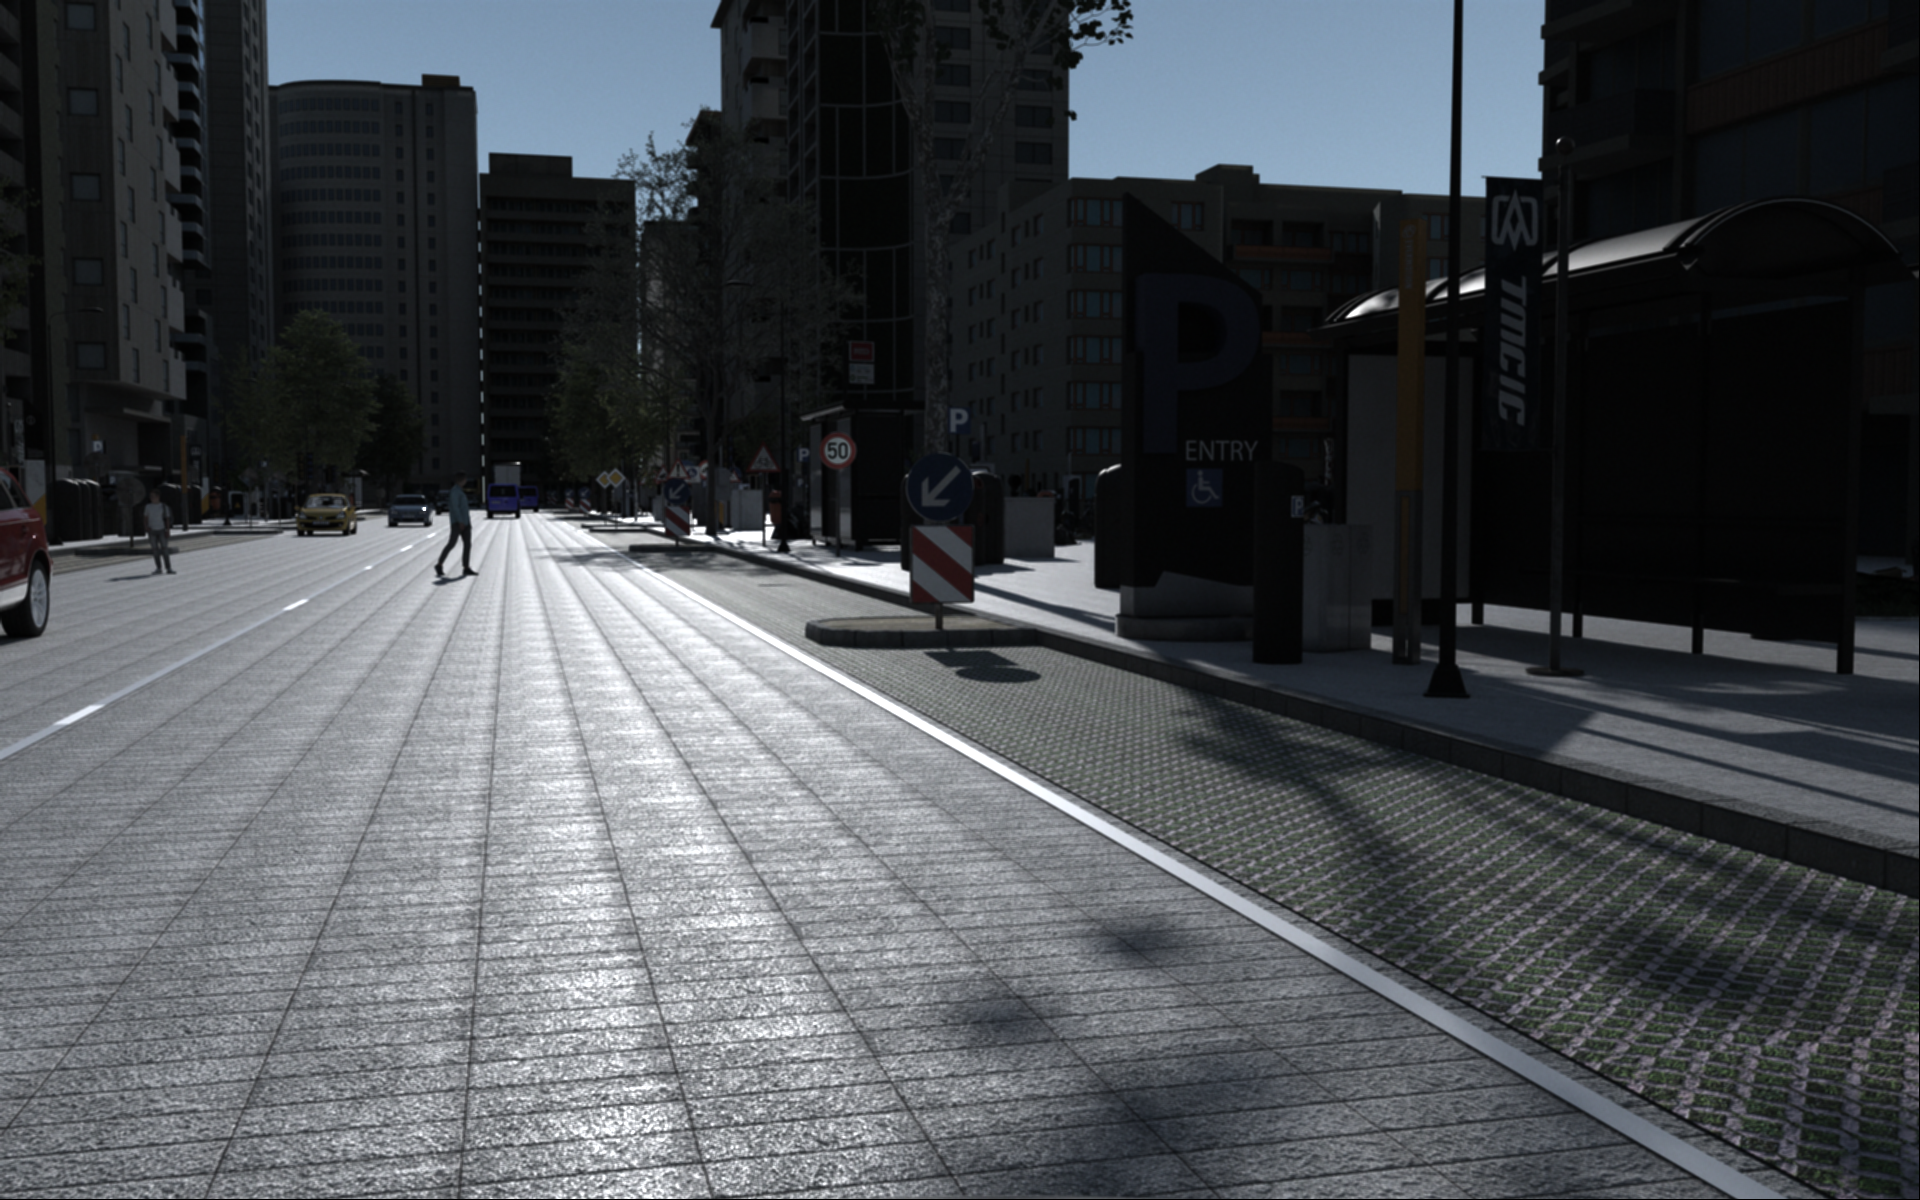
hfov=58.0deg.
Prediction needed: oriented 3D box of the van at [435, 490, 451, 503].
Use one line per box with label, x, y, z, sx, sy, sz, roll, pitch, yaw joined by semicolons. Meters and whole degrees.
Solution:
van;-50.769;-10.018;170.801;2.013;2.044;4.112;-1;4;-16

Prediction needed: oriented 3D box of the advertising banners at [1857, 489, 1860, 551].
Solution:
advertising banners;12.393;-1.809;25.768;0.090;3.025;2.074;-2;4;-30

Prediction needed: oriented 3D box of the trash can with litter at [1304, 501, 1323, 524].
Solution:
trash can with litter;5.459;-1.049;28.540;1.055;1.170;0.624;1;4;15

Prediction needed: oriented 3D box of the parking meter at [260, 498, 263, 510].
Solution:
parking meter;-55.618;-8.082;137.846;0.399;1.863;0.255;1;4;10

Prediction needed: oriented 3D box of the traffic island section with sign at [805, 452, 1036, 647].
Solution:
traffic island section with sign;-0.475;-0.516;17.066;1.989;1.847;2.006;-1;4;-14

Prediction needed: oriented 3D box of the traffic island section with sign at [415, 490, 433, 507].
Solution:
traffic island section with sign;-52.808;-9.822;169.218;1.989;1.847;2.006;-1;4;-14

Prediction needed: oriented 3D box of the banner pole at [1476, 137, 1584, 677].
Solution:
banner pole;4.019;-1.356;12.180;0.863;3.779;0.401;-1;4;-16

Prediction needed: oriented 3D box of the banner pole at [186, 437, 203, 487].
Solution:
banner pole;-33.937;-5.296;76.614;0.863;3.779;0.401;-2;4;-33

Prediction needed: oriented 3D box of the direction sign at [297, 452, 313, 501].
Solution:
direction sign;-35.687;-6.267;94.465;0.379;3.537;0.876;3;5;39

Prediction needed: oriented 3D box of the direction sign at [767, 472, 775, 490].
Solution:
direction sign;-15.187;-8.996;139.087;0.379;3.537;0.876;3;4;38

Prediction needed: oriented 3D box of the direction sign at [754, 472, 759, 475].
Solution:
direction sign;-12.191;-6.839;103.816;0.379;3.537;0.876;-2;4;-28

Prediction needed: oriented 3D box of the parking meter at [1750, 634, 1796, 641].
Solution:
parking meter;7.201;-0.421;15.288;0.372;1.533;0.369;0;3;0

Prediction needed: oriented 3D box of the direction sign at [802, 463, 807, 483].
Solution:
direction sign;-11.435;-8.095;124.345;0.876;3.537;0.379;1;4;8

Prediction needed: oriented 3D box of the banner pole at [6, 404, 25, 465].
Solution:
banner pole;-26.265;-3.562;48.259;0.401;3.779;0.863;1;4;19

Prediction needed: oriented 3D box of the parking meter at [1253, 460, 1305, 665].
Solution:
parking meter;2.421;-0.291;13.162;0.372;1.533;0.369;0;3;0

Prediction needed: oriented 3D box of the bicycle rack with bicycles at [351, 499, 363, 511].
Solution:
bicycle rack with bicycles;-46.920;-7.240;131.760;2.852;0.926;2.925;1;4;10

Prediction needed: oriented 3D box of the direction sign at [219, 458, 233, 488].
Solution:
direction sign;-45.838;-7.131;108.585;0.876;3.537;0.379;2;4;34

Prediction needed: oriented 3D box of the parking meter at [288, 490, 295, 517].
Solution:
parking meter;-37.749;-5.468;97.819;0.372;1.533;0.369;0;3;0

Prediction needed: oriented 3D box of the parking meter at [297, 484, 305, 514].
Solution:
parking meter;-36.511;-5.528;96.087;0.255;1.863;0.399;3;4;38

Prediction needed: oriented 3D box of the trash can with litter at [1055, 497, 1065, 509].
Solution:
trash can with litter;5.558;-4.957;92.430;1.055;1.170;0.624;-1;4;-11

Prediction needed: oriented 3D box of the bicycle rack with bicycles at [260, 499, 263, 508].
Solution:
bicycle rack with bicycles;-47.863;-6.626;121.713;2.852;0.926;2.925;0;4;-3

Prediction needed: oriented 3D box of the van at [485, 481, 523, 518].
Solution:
van;-27.370;-6.088;103.923;2.240;2.365;5.245;-1;4;-13

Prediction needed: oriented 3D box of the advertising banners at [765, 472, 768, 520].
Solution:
advertising banners;-9.739;-5.504;86.172;0.090;3.025;2.074;0;4;5

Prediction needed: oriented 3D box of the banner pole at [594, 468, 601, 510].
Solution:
banner pole;-29.609;-9.309;142.211;0.863;3.779;0.401;0;4;-6

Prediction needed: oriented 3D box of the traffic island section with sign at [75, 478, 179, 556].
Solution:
traffic island section with sign;-19.715;-1.986;41.107;1.989;1.847;2.006;-1;4;-14

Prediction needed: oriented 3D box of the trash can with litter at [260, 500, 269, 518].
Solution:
trash can with litter;-37.949;-5.116;95.026;1.055;1.170;0.624;-2;4;-34

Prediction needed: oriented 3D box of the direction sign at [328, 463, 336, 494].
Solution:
direction sign;-41.756;-7.532;115.142;0.876;3.537;0.379;3;4;39

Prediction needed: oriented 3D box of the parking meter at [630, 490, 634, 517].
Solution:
parking meter;-18.510;-5.482;98.040;0.372;1.533;0.369;0;3;0

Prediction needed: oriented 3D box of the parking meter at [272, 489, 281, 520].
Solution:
parking meter;-34.056;-4.763;86.288;0.372;1.533;0.369;0;3;0

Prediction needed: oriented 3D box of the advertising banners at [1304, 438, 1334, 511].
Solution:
advertising banners;11.665;-3.719;56.988;0.090;3.025;2.074;-1;4;-23

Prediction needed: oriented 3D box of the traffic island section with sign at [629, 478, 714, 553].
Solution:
traffic island section with sign;-7.226;-2.112;43.165;1.989;1.847;2.006;-1;4;-14

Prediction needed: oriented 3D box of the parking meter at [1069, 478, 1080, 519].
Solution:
parking meter;4.254;-3.601;64.591;0.255;1.863;0.399;-2;4;-33

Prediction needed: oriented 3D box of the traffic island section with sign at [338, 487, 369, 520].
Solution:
traffic island section with sign;-33.410;-5.228;94.112;1.989;1.847;2.006;-1;4;-14

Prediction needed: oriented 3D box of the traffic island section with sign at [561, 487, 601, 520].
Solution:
traffic island section with sign;-21.287;-5.445;97.647;1.989;1.847;2.006;-1;4;-14

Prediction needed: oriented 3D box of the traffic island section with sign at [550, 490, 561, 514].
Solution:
traffic island section with sign;-28.161;-7.073;124.278;1.989;1.847;2.006;-1;4;-14

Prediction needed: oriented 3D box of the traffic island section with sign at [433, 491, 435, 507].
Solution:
traffic island section with sign;-59.615;-11.436;195.606;1.989;1.847;2.006;-1;4;-14

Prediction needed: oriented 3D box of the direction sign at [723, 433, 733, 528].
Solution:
direction sign;-8.706;-4.471;65.096;0.379;3.537;0.876;-2;4;-30

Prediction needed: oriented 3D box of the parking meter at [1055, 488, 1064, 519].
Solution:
parking meter;3.893;-3.626;67.703;0.372;1.533;0.369;0;3;0

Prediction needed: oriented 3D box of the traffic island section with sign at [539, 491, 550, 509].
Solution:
traffic island section with sign;-40.419;-9.975;171.711;1.989;1.847;2.006;-1;4;-14

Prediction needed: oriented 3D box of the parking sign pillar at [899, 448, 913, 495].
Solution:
parking sign pillar;-2.977;-6.530;95.233;1.447;3.967;1.447;-3;4;-36

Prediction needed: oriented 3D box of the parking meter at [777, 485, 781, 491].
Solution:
parking meter;-11.841;-6.617;113.903;0.399;1.863;0.255;2;4;32

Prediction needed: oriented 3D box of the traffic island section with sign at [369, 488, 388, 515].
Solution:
traffic island section with sign;-40.217;-6.841;120.474;1.989;1.847;2.006;-1;4;-14

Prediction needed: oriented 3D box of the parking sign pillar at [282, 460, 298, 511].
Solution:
parking sign pillar;-51.667;-8.852;133.201;1.447;3.967;1.447;-3;5;-44

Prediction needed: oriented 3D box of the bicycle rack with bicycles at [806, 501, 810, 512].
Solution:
bicycle rack with bicycles;-7.246;-5.012;95.329;2.852;0.926;2.925;-3;5;-43

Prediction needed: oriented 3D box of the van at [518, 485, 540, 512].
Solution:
van;-34.698;-8.191;138.299;2.240;2.365;5.245;-1;4;-16

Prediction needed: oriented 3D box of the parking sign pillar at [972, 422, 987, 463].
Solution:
parking sign pillar;0.739;-4.624;64.079;1.447;3.967;1.447;0;4;7

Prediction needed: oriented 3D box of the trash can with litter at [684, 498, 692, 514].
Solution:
trash can with litter;-18.527;-6.518;117.627;1.678;1.210;2.233;-2;4;-30

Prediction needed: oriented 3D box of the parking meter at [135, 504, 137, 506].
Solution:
parking meter;-29.368;-3.238;61.344;0.372;1.533;0.369;0;3;0

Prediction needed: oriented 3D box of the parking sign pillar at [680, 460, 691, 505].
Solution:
parking sign pillar;-21.603;-9.143;137.964;1.447;3.967;1.447;-1;4;-22

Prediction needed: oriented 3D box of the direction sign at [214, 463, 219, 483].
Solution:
direction sign;-53.534;-8.158;125.381;0.876;3.537;0.379;0;4;-6

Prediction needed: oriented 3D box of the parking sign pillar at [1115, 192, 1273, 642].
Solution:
parking sign pillar;2.131;-1.659;15.599;1.447;3.967;1.447;-1;4;-12

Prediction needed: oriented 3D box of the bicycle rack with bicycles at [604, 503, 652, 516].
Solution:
bicycle rack with bicycles;-19.776;-5.533;103.844;2.925;0.926;2.852;0;4;-6

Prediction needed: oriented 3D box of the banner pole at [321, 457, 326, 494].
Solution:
banner pole;-43.031;-7.775;117.133;0.401;3.779;0.863;0;4;0
